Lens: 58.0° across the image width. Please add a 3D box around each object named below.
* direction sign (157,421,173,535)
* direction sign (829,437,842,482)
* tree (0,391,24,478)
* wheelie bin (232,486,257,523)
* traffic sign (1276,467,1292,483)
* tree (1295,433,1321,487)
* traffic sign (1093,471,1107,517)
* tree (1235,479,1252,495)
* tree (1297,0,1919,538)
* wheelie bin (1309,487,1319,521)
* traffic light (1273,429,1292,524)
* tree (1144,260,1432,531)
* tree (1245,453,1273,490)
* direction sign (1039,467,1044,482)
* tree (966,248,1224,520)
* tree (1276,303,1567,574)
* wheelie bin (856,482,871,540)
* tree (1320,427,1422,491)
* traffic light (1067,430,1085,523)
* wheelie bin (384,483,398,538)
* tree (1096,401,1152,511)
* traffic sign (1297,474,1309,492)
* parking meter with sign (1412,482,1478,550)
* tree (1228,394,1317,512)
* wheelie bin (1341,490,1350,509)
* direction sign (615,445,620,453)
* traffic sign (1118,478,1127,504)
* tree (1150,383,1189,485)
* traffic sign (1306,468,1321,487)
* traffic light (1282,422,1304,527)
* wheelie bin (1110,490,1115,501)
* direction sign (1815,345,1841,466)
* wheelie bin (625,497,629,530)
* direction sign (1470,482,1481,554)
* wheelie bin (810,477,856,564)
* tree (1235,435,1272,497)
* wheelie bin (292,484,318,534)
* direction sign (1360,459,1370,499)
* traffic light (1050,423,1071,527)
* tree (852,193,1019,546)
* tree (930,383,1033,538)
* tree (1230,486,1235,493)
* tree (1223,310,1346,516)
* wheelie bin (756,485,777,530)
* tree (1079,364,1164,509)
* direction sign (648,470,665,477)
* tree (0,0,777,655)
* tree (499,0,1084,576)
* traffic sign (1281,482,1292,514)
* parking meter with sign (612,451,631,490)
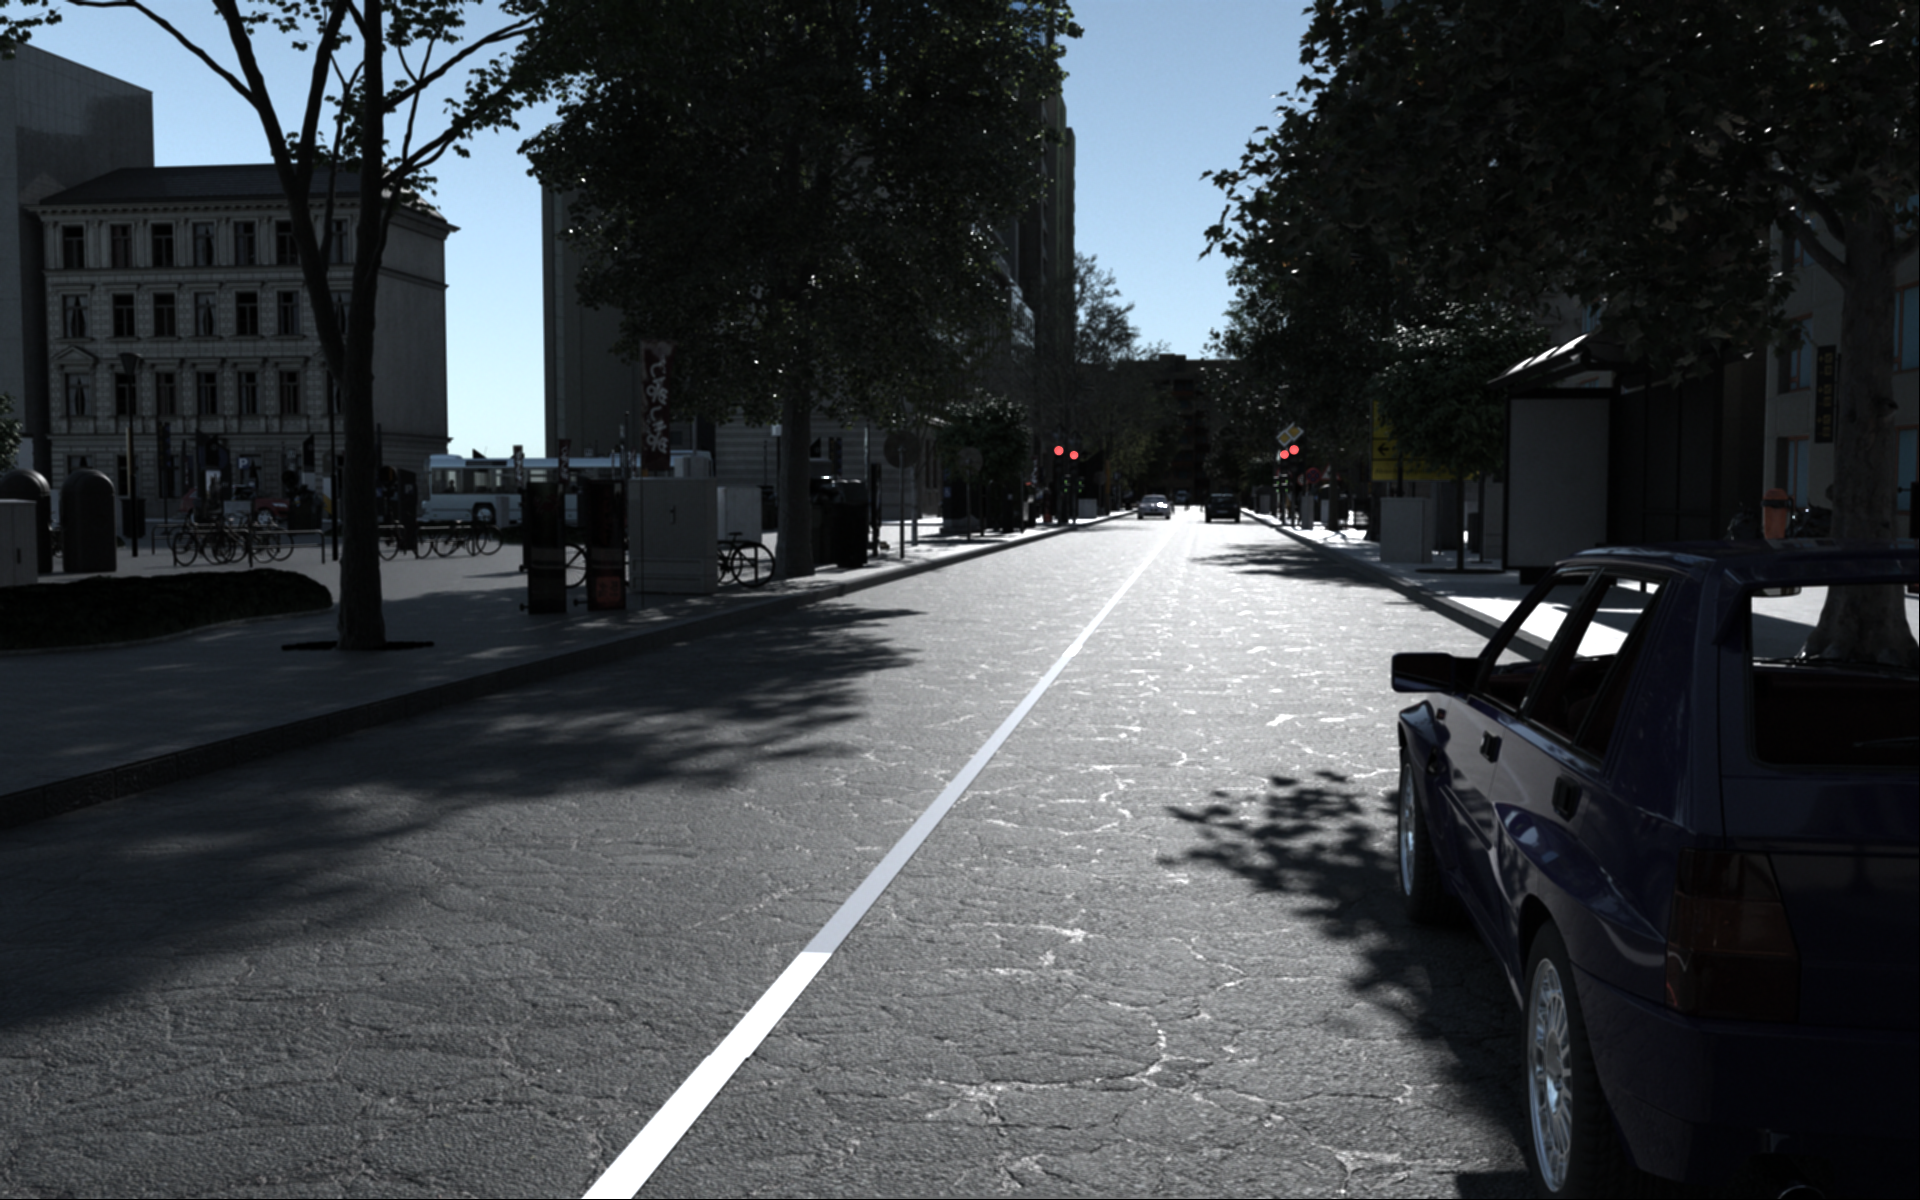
[{"bbox_3d":[-24.918,-3.809,54.273,0.379,3.537,0.876,0,4,-1],"label":"direction sign"},{"bbox_3d":[-4.985,-4.730,69.327,0.379,3.537,0.876,2,4,30],"label":"direction sign"},{"bbox_3d":[-26.295,-3.784,45.576,4.285,4.588,4.351,0,3,0],"label":"tree"},{"bbox_3d":[-28.385,-3.723,68.783,0.693,1.594,0.980,2,4,34],"label":"wheelie bin"},{"bbox_3d":[14.707,-4.796,78.517,0.768,2.556,0.104,1,4,17],"label":"traffic sign"},{"bbox_3d":[24.783,-10.030,114.346,4.737,8.622,4.395,0,3,0],"label":"tree"},{"bbox_3d":[7.773,-5.889,96.393,0.768,2.556,0.104,1,4,14],"label":"traffic sign"},{"bbox_3d":[24.448,-9.200,145.019,1.663,3.219,1.824,0,3,0],"label":"tree"},{"bbox_3d":[6.444,-5.826,12.255,9.611,12.733,9.660,0,3,0],"label":"tree"},{"bbox_3d":[16.812,-4.539,82.114,0.693,1.594,0.980,-2,4,-24],"label":"wheelie bin"},{"bbox_3d":[13.965,-5.249,74.749,0.839,4.253,0.868,0,4,8],"label":"traffic light"},{"bbox_3d":[12.882,-8.225,60.236,9.928,11.665,9.643,0,3,0],"label":"tree"},{"bbox_3d":[23.203,-9.022,131.219,4.285,4.588,4.351,0,3,0],"label":"tree"},{"bbox_3d":[6.610,-9.258,143.358,0.379,3.537,0.876,3,5,44],"label":"direction sign"},{"bbox_3d":[5.413,-10.736,85.904,12.009,13.543,11.850,0,3,0],"label":"tree"},{"bbox_3d":[8.286,-2.731,28.361,4.285,4.588,4.351,0,3,0],"label":"tree"},{"bbox_3d":[-2.788,-2.267,44.981,0.980,1.594,0.693,-1,4,-20],"label":"wheelie bin"},{"bbox_3d":[22.074,-8.703,92.650,4.737,8.622,4.395,0,3,0],"label":"tree"},{"bbox_3d":[5.039,-5.325,75.988,0.839,4.253,0.868,0,4,8],"label":"traffic light"},{"bbox_3d":[-15.748,-2.481,48.473,0.693,1.594,0.980,-2,4,-31],"label":"wheelie bin"},{"bbox_3d":[12.068,-10.890,128.419,4.360,8.622,3.978,0,3,0],"label":"tree"},{"bbox_3d":[21.338,-6.581,107.703,0.768,2.556,0.104,1,4,16],"label":"traffic sign"},{"bbox_3d":[11.164,-2.648,39.559,1.738,3.016,0.543,0,4,-5],"label":"parking meter with sign"},{"bbox_3d":[22.682,-11.569,123.563,7.601,10.594,8.767,0,4,7],"label":"tree"},{"bbox_3d":[32.125,-8.361,144.614,0.693,1.594,0.980,-3,4,-38],"label":"wheelie bin"},{"bbox_3d":[-15.611,-5.349,79.452,0.379,3.537,0.876,-2,4,-34],"label":"direction sign"},{"bbox_3d":[12.675,-8.258,135.122,0.768,2.556,0.104,1,4,9],"label":"traffic sign"},{"bbox_3d":[20.339,-17.469,192.267,9.857,13.997,8.962,0,3,0],"label":"tree"},{"bbox_3d":[17.030,-5.105,83.568,0.768,2.556,0.104,1,4,13],"label":"traffic sign"},{"bbox_3d":[12.849,-4.766,66.842,0.839,4.253,0.868,0,4,8],"label":"traffic light"},{"bbox_3d":[11.401,-7.626,132.595,0.693,1.594,0.980,3,5,39],"label":"wheelie bin"},{"bbox_3d":[13.283,-2.094,26.241,0.379,3.537,0.876,-1,4,-17],"label":"direction sign"},{"bbox_3d":[-7.434,-2.003,40.662,0.693,1.594,0.980,0,4,7],"label":"wheelie bin"},{"bbox_3d":[11.237,-2.776,37.377,0.876,3.537,0.379,0,4,6],"label":"direction sign"},{"bbox_3d":[-2.558,-1.483,32.149,0.693,1.594,0.980,2,4,35],"label":"wheelie bin"},{"bbox_3d":[27.997,-13.151,165.374,4.360,8.622,3.978,0,3,0],"label":"tree"},{"bbox_3d":[-20.895,-2.897,55.278,0.693,1.594,0.980,0,4,-6],"label":"wheelie bin"},{"bbox_3d":[25.929,-7.260,110.696,0.876,3.537,0.379,-1,4,-20],"label":"direction sign"},{"bbox_3d":[3.924,-4.842,68.081,0.839,4.253,0.868,0,4,8],"label":"traffic light"},{"bbox_3d":[-0.996,-5.638,42.542,4.737,8.622,4.395,0,3,0],"label":"tree"},{"bbox_3d":[0.708,-4.162,51.770,4.285,4.588,4.351,0,3,0],"label":"tree"},{"bbox_3d":[34.124,-13.426,214.120,1.663,3.219,1.824,0,3,0],"label":"tree"},{"bbox_3d":[18.500,-11.656,100.939,12.009,13.543,11.850,0,3,0],"label":"tree"},{"bbox_3d":[-7.011,-3.345,62.606,0.980,1.594,0.693,-2,4,-26],"label":"wheelie bin"},{"bbox_3d":[14.149,-14.113,148.877,7.486,12.596,7.792,0,3,0],"label":"tree"},{"bbox_3d":[-10.443,-4.125,59.438,0.876,3.537,0.379,2,4,34],"label":"direction sign"},{"bbox_3d":[-5.078,-5.392,13.922,9.928,11.665,9.643,0,3,0],"label":"tree"},{"bbox_3d":[-2.673,-7.365,27.073,9.857,13.997,8.962,0,3,0],"label":"tree"},{"bbox_3d":[21.269,-6.890,112.653,0.884,2.594,0.081,1,4,14],"label":"traffic sign"},{"bbox_3d":[-13.720,-4.497,69.788,0.543,3.016,1.738,1,4,15],"label":"parking meter with sign"}]
